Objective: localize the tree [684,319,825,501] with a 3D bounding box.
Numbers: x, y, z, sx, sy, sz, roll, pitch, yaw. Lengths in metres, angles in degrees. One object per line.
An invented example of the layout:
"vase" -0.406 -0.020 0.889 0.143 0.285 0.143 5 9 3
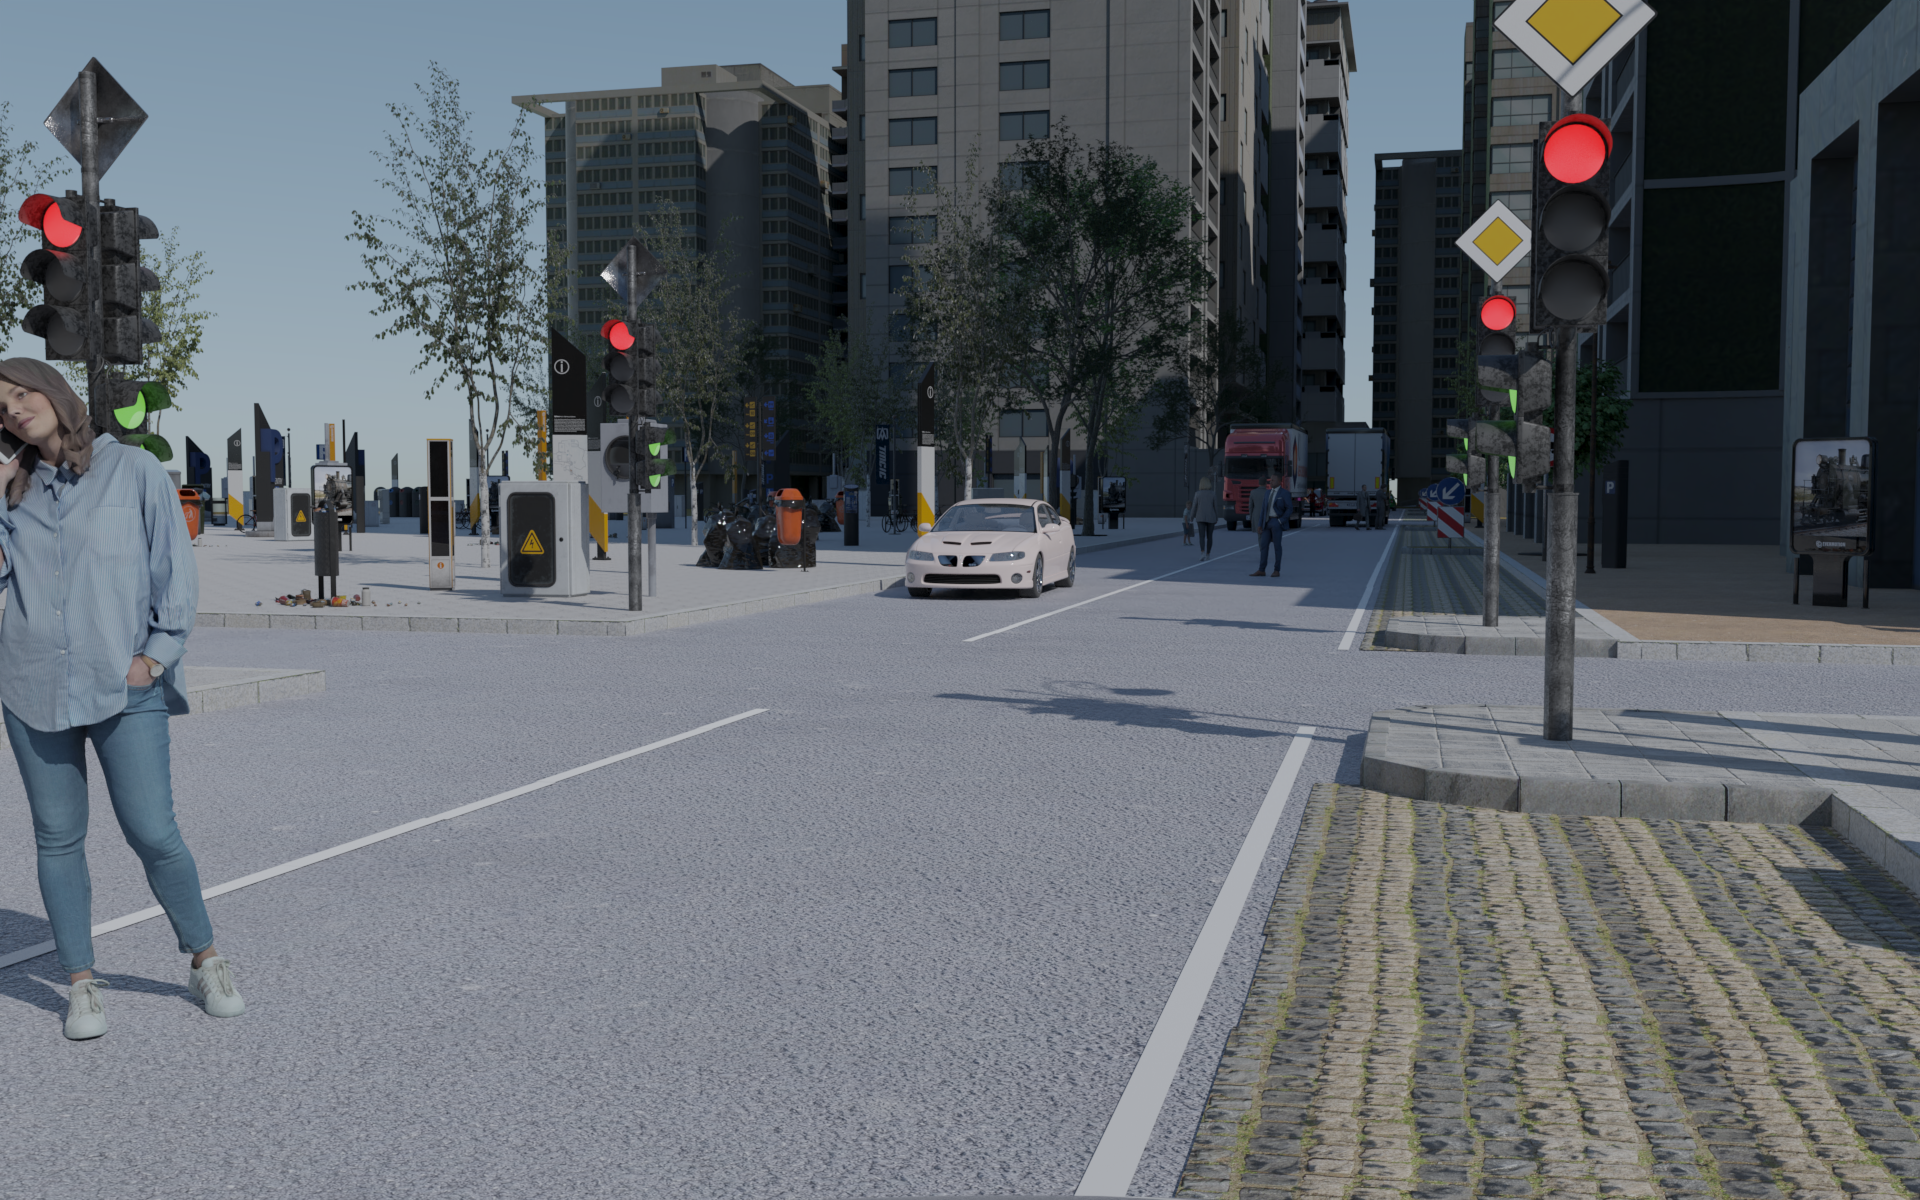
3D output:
"tree" -11.459 -9.672 92.551 7.601 10.594 8.767 2 4 30

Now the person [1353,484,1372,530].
"person" 15.987 -3.669 68.583 0.694 1.812 0.767 -2 4 -26

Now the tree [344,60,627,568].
"tree" -8.276 -4.854 29.725 4.360 8.622 3.978 0 3 0

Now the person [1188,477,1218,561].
"person" 5.214 -1.753 37.341 0.709 1.800 0.728 0 4 6

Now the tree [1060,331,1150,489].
"tree" 6.397 -7.735 76.828 4.737 8.622 4.395 0 3 0

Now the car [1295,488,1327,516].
"car" 22.833 -6.383 113.035 2.281 1.827 5.304 1 4 15

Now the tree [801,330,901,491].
"tree" -5.022 -7.820 78.217 4.737 8.622 4.395 0 3 0

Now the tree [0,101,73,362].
"tree" -18.446 -4.987 31.897 4.360 8.622 3.978 0 3 0

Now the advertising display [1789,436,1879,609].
"advertising display" 9.931 -0.887 19.719 0.123 1.923 0.974 -2 4 -30

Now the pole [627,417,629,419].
"pole" -5.308 -2.093 28.061 0.158 3.312 0.155 0 3 0

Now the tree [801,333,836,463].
"tree" -3.404 -7.153 67.308 4.360 8.622 3.978 0 3 0

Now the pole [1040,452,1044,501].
"pole" 3.993 -5.502 83.802 0.158 3.312 0.155 0 3 0

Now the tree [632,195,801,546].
"tree" -6.656 -5.642 42.612 4.360 8.622 3.978 0 3 0

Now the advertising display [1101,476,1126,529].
"advertising display" 5.605 -3.552 63.286 0.974 1.923 0.123 -1 4 -22

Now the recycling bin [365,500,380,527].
"recycling bin" -23.256 -3.405 68.221 0.722 1.027 0.722 -1 4 -14

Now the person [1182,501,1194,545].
"person" 6.360 -2.147 48.292 0.332 1.250 0.352 -2 4 -26

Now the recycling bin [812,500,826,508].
"recycling bin" -6.013 -3.804 74.754 0.722 1.027 0.722 0 4 -7

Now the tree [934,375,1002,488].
"tree" 0.314 -8.446 88.455 4.737 8.622 4.395 0 3 0

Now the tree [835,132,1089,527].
"tree" 0.345 -5.262 36.392 4.360 8.622 3.978 0 3 0

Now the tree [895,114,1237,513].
"tree" 2.227 -6.678 43.601 8.767 10.594 7.601 1 4 12

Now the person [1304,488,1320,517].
"person" 21.773 -6.033 107.102 0.705 1.831 1.348 -3 5 -39

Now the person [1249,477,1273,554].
"person" 6.706 -1.805 38.111 0.694 1.812 0.767 2 4 34

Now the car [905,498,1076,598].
"car" 0.536 -0.804 25.500 2.083 1.381 4.827 1 4 13

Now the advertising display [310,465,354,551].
"advertising display" -13.996 -2.044 38.631 0.123 1.923 0.974 3 4 39

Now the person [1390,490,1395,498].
"person" 40.526 -9.436 162.863 1.350 1.814 0.705 -3 4 -38

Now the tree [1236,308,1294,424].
"tree" 12.267 -9.128 83.653 7.601 10.594 8.767 2 4 28

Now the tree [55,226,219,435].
"tree" -22.298 -5.925 47.239 4.737 8.622 4.395 0 3 0

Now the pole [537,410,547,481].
"pole" -10.182 -2.960 42.231 0.158 3.312 0.155 0 3 0

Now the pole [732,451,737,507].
"pole" -10.592 -5.356 81.415 0.158 3.312 0.155 0 3 0

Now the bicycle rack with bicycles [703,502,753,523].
"bicycle rack with bicycles" -9.500 -3.764 74.916 2.852 0.926 2.925 -2 4 -32

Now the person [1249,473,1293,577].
"person" 5.429 -1.307 30.047 0.721 1.800 0.419 3 5 41

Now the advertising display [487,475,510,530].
"advertising display" -15.912 -3.316 59.431 0.974 1.923 0.123 0 4 2

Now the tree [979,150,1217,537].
"tree" 4.076 -7.751 52.477 9.928 11.665 9.643 0 3 0

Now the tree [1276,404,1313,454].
"tree" 26.882 -11.729 142.132 4.360 8.622 3.978 0 3 0

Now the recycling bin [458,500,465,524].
"recycling bin" -22.024 -3.837 75.286 0.722 1.027 0.722 1 4 17

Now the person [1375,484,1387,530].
"person" 16.951 -3.750 69.625 0.447 1.846 0.655 -1 4 -15

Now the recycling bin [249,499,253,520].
"recycling bin" -34.619 -4.458 85.448 0.722 1.027 0.722 -2 4 -35

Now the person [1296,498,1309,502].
"person" 19.540 -5.557 100.045 1.217 1.739 0.721 0 4 4

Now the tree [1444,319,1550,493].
"tree" 22.139 -7.418 71.654 4.737 8.622 4.395 0 3 0

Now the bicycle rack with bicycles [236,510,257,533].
"bicycle rack with bicycles" -22.066 -2.694 57.429 2.925 0.926 2.852 0 4 2

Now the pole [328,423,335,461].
"pole" -18.156 -3.442 50.124 0.158 3.312 0.155 0 3 0

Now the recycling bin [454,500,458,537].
"recycling bin" -15.559 -2.418 52.094 0.722 1.027 0.722 -1 4 -15

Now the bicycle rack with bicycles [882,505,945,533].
"bicycle rack with bicycles" -1.462 -2.735 58.104 2.925 0.926 2.852 -3 5 -42

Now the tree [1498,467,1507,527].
"tree" 21.733 -4.427 66.982 1.663 3.219 1.824 0 3 0

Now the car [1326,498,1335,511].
"car" 27.804 -7.245 131.034 1.945 1.354 3.894 1 4 15

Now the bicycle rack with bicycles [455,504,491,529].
"bicycle rack with bicycles" -17.852 -3.075 63.659 2.925 0.926 2.852 -1 4 -17

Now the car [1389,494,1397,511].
"car" 36.085 -8.455 147.039 1.959 1.807 4.718 1 4 16

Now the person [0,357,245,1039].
"person" -2.302 0.251 4.658 0.793 1.790 0.793 -3 4 -37

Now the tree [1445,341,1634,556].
"tree" 12.432 -3.214 36.257 4.285 4.588 4.351 0 3 0
